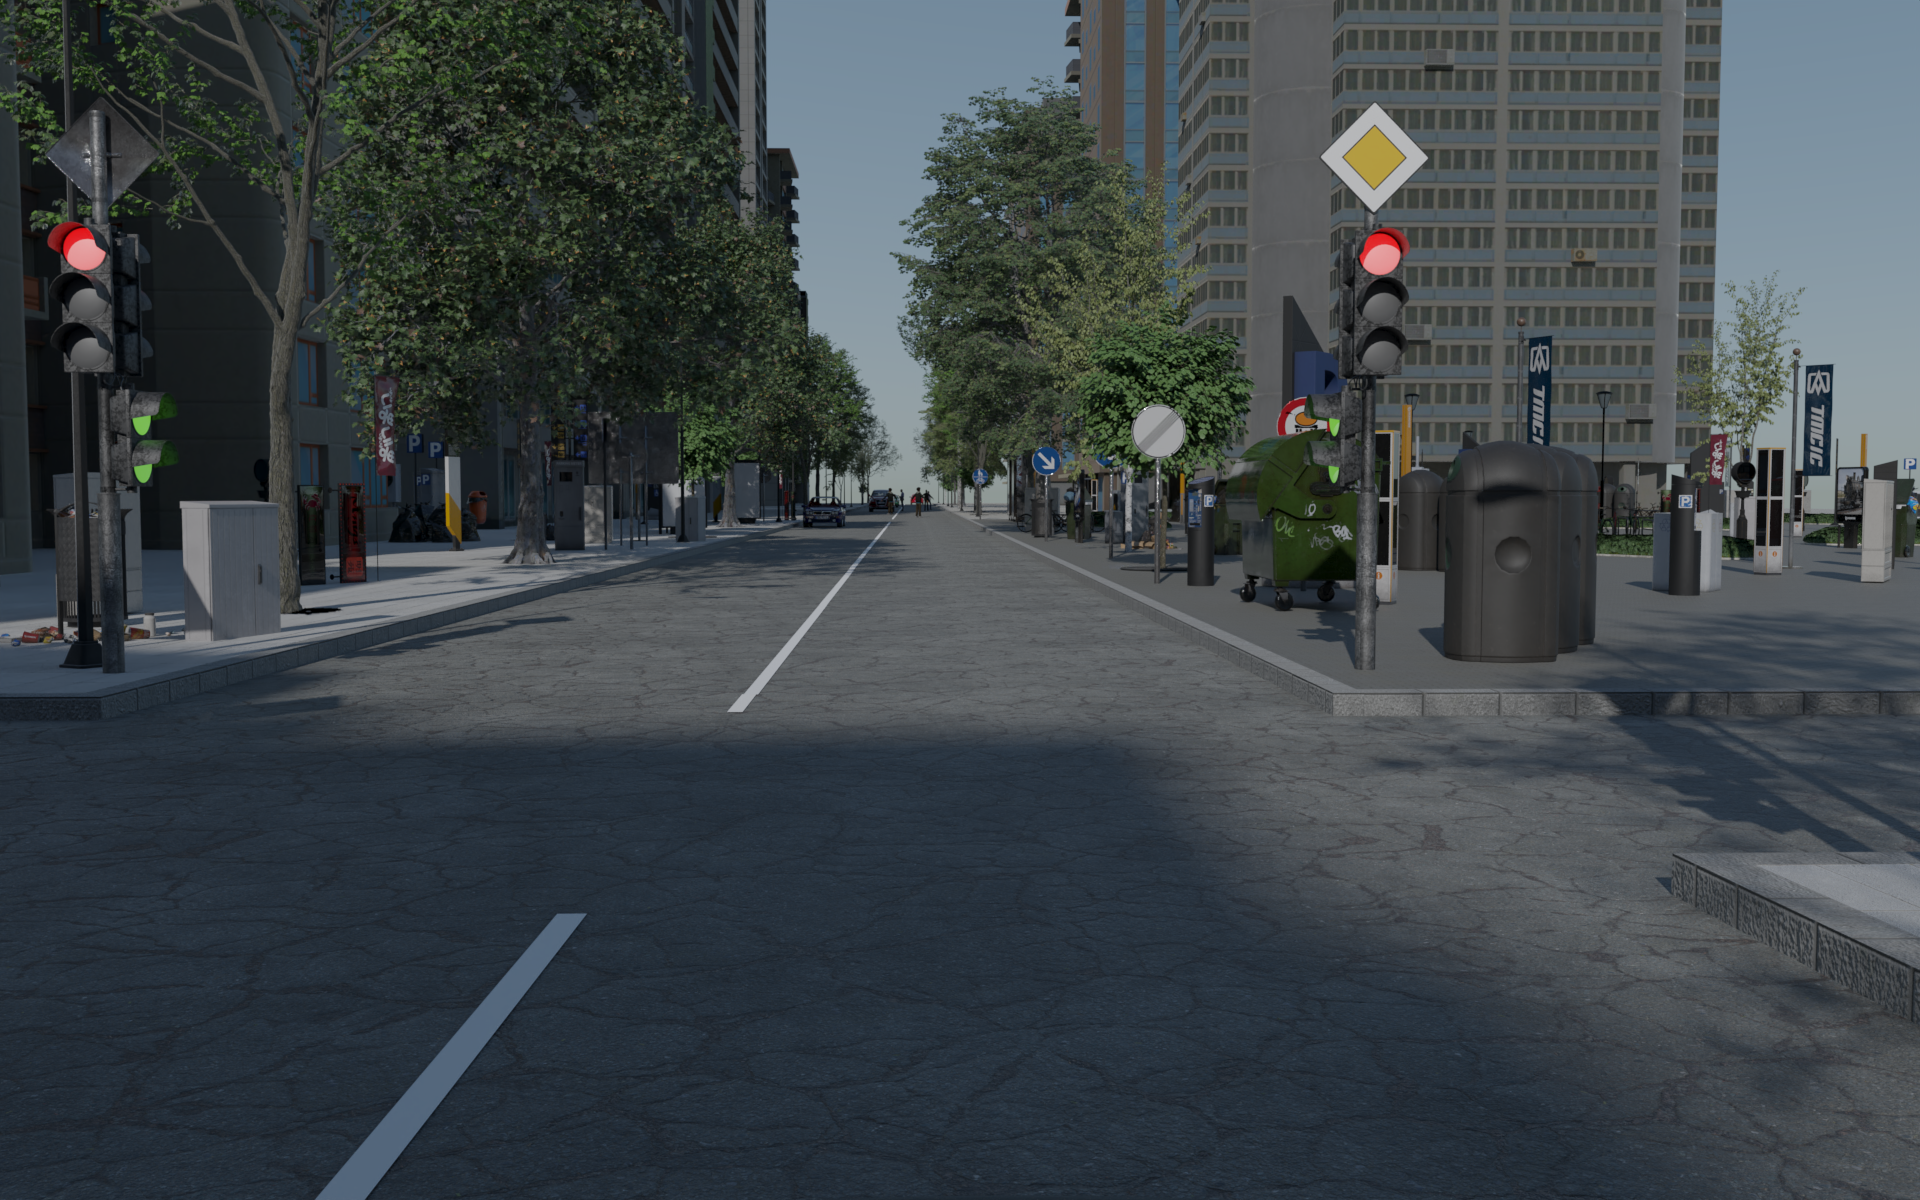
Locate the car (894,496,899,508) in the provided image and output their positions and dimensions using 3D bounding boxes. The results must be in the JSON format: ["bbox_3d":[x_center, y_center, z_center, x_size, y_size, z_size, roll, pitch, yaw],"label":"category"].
[{"bbox_3d":[-7.462,-10.733,184.284,1.959,1.807,4.718,0,4,-3],"label":"car"}]

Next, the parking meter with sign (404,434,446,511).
[{"bbox_3d":[-15.515,-3.354,51.102,0.543,3.016,1.738,1,4,21],"label":"parking meter with sign"}]

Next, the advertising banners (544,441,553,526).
[{"bbox_3d":[-13.073,-3.685,56.435,0.090,3.025,2.074,-3,4,-38],"label":"advertising banners"}]

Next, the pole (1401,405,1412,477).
[{"bbox_3d":[10.219,-2.804,39.693,0.158,3.312,0.155,0,3,0],"label":"pole"}]

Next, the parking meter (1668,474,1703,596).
[{"bbox_3d":[9.202,-0.829,21.962,0.372,1.533,0.369,0,3,0],"label":"parking meter"}]

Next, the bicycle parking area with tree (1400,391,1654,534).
[{"bbox_3d":[15.358,-3.781,48.823,8.231,4.147,9.016,2,4,26],"label":"bicycle parking area with tree"}]

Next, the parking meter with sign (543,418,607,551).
[{"bbox_3d":[-8.946,-2.648,39.554,1.738,3.016,0.543,-1,4,-15],"label":"parking meter with sign"}]

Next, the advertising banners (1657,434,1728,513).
[{"bbox_3d":[21.520,-3.348,50.920,0.090,3.025,2.074,-3,5,-40],"label":"advertising banners"}]

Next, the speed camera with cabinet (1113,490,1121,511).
[{"bbox_3d":[7.270,-4.980,75.756,0.660,3.252,2.038,-2,4,-24],"label":"speed camera with cabinet"}]

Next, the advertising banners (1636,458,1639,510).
[{"bbox_3d":[32.289,-5.283,82.557,0.090,3.025,2.074,1,4,23],"label":"advertising banners"}]

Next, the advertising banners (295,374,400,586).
[{"bbox_3d":[-8.790,-1.758,24.935,0.090,3.025,2.074,2,4,26],"label":"advertising banners"}]

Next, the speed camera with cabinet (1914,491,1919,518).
[{"bbox_3d":[49.347,-5.712,87.733,2.038,3.252,0.660,1,4,21],"label":"speed camera with cabinet"}]

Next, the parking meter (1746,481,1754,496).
[{"bbox_3d":[32.435,-4.005,71.187,0.255,1.863,0.399,1,4,9],"label":"parking meter"}]

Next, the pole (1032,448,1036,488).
[{"bbox_3d":[3.145,-4.845,73.065,0.158,3.312,0.155,0,3,0],"label":"pole"}]

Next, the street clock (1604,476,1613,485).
[{"bbox_3d":[26.601,-4.068,71.086,0.358,2.002,0.471,0,4,1],"label":"street clock"}]

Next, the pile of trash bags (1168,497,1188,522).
[{"bbox_3d":[10.689,-4.213,78.640,1.912,1.369,3.447,0,4,-6],"label":"pile of trash bags"}]

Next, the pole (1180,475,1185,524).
[{"bbox_3d":[9.600,-4.944,74.684,0.158,3.312,0.155,0,3,0],"label":"pole"}]

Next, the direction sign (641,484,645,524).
[{"bbox_3d":[-13.377,-4.970,73.249,0.876,3.537,0.379,2,4,33],"label":"direction sign"}]

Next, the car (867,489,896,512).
[{"bbox_3d":[-6.319,-8.032,139.995,2.281,1.827,5.304,0,4,-1],"label":"car"}]

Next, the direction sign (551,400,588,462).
[{"bbox_3d":[-9.379,-3.038,41.662,0.876,3.537,0.379,0,4,-3],"label":"direction sign"}]

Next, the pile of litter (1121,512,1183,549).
[{"bbox_3d":[4.494,-1.637,40.726,1.176,0.858,1.719,-2,4,-24],"label":"pile of litter"}]

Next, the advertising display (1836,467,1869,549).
[{"bbox_3d":[21.078,-2.185,40.939,0.123,1.923,0.974,-1,4,-9],"label":"advertising display"}]

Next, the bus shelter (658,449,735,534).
[{"bbox_3d":[-8.875,-3.885,57.451,2.014,3.302,5.546,0,4,-1],"label":"bus shelter"}]

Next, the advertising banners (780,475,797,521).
[{"bbox_3d":[-8.453,-5.403,84.533,0.090,3.025,2.074,-2,4,-30],"label":"advertising banners"}]

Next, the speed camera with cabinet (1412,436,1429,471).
[{"bbox_3d":[16.349,-3.967,59.192,2.038,3.252,0.660,2,4,24],"label":"speed camera with cabinet"}]

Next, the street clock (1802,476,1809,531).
[{"bbox_3d":[29.095,-3.383,59.878,0.471,2.002,0.358,-3,4,-38],"label":"street clock"}]

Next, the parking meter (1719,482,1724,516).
[{"bbox_3d":[36.106,-4.690,82.397,0.399,1.863,0.255,-1,4,-11],"label":"parking meter"}]

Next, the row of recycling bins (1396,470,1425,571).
[{"bbox_3d":[8.108,-1.333,28.912,1.069,1.692,3.534,-3,5,-42],"label":"row of recycling bins"}]

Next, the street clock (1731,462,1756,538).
[{"bbox_3d":[17.504,-2.090,38.742,0.471,2.002,0.358,0,4,-7],"label":"street clock"}]

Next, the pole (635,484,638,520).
[{"bbox_3d":[-16.125,-5.668,86.521,0.158,3.312,0.155,0,3,0],"label":"pole"}]

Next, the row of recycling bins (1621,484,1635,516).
[{"bbox_3d":[25.296,-3.782,68.947,1.069,1.692,3.534,-2,4,-33],"label":"row of recycling bins"}]

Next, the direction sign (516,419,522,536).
[{"bbox_3d":[-13.251,-3.688,52.303,0.379,3.537,0.876,-2,4,-26],"label":"direction sign"}]

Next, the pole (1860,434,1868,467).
[{"bbox_3d":[30.493,-3.954,58.492,0.158,3.312,0.155,0,3,0],"label":"pole"}]

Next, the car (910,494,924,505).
[{"bbox_3d":[-5.759,-13.668,232.507,2.155,1.783,4.494,0,4,-1],"label":"car"}]

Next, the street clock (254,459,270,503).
[{"bbox_3d":[-14.228,-1.893,35.520,0.471,2.002,0.358,2,4,33],"label":"street clock"}]

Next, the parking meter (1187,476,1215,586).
[{"bbox_3d":[3.371,-0.967,24.226,0.372,1.533,0.369,0,3,0],"label":"parking meter"}]

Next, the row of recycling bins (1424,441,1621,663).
[{"bbox_3d":[4.835,-0.463,14.676,1.069,1.692,3.534,2,4,25],"label":"row of recycling bins"}]

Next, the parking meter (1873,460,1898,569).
[{"bbox_3d":[15.819,-1.467,29.689,0.399,1.863,0.255,2,4,26],"label":"parking meter"}]

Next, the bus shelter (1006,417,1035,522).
[{"bbox_3d":[3.199,-6.424,82.671,2.179,5.291,8.768,0,4,-1],"label":"bus shelter"}]

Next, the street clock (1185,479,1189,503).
[{"bbox_3d":[10.700,-4.704,81.478,0.471,2.002,0.358,1,4,19],"label":"street clock"}]

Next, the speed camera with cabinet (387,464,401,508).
[{"bbox_3d":[-17.347,-3.423,50.296,2.038,3.252,0.660,0,4,-2],"label":"speed camera with cabinet"}]

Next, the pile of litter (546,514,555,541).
[{"bbox_3d":[-11.603,-2.087,48.082,1.719,0.858,1.176,1,4,23],"label":"pile of litter"}]

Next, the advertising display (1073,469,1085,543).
[{"bbox_3d":[3.129,-2.466,45.527,0.123,1.923,0.974,0,4,-6],"label":"advertising display"}]

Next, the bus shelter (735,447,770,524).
[{"bbox_3d":[-9.457,-5.100,77.302,2.014,3.302,5.546,0,4,-2],"label":"bus shelter"}]

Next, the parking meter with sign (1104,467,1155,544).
[{"bbox_3d":[4.523,-2.988,45.107,1.738,3.016,0.543,-3,5,-40],"label":"parking meter with sign"}]

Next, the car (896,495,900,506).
[{"bbox_3d":[-8.357,-12.266,212.917,2.083,1.381,4.827,0,4,-2],"label":"car"}]

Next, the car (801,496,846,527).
[{"bbox_3d":[-5.925,-3.861,75.707,1.945,1.354,3.894,0,4,-1],"label":"car"}]

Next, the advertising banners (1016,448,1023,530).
[{"bbox_3d":[2.520,-4.043,62.286,0.090,3.025,2.074,2,4,35],"label":"advertising banners"}]

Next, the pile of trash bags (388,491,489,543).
[{"bbox_3d":[-13.902,-2.286,47.130,1.912,1.369,3.447,1,4,16],"label":"pile of trash bags"}]

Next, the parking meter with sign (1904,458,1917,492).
[{"bbox_3d":[45.829,-5.349,83.710,0.543,3.016,1.738,2,4,32],"label":"parking meter with sign"}]
